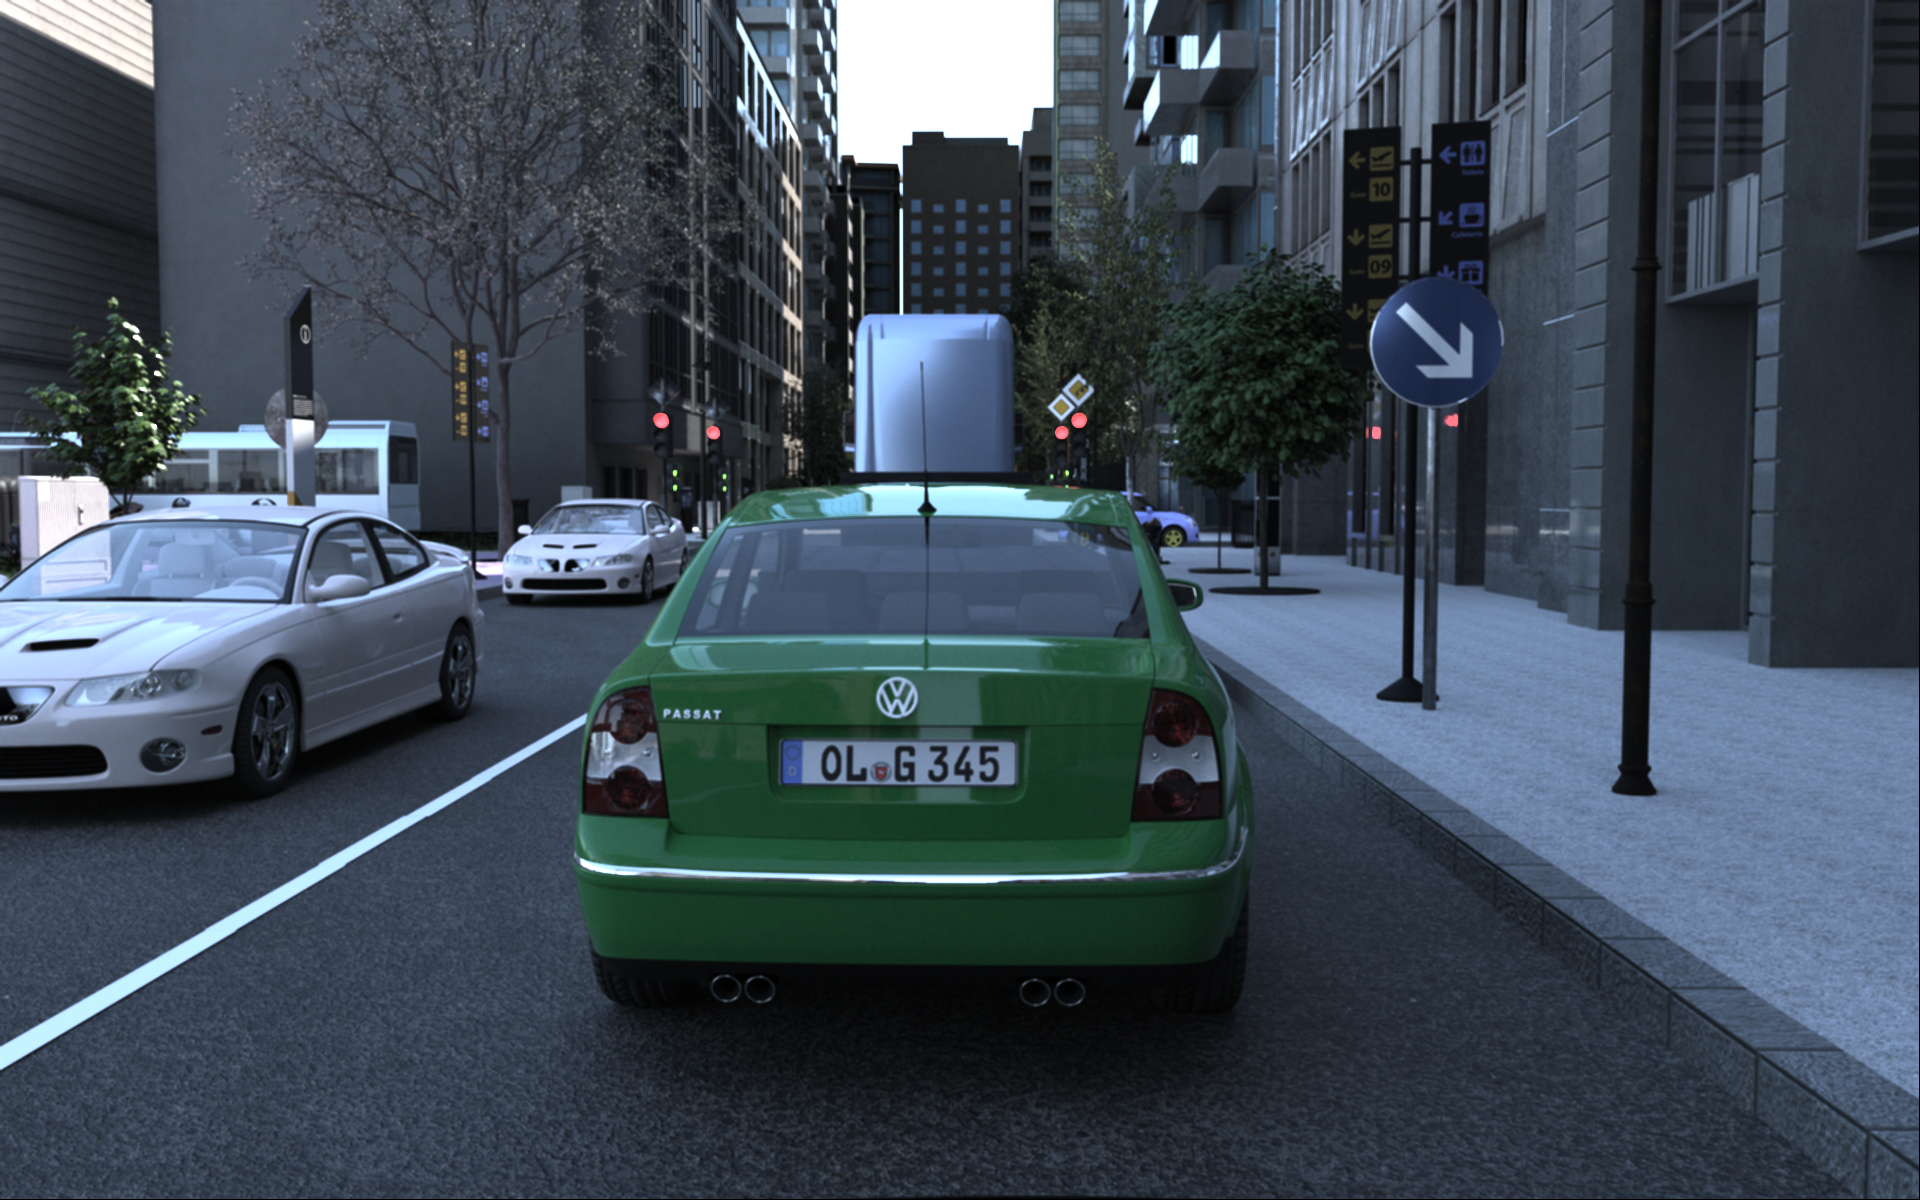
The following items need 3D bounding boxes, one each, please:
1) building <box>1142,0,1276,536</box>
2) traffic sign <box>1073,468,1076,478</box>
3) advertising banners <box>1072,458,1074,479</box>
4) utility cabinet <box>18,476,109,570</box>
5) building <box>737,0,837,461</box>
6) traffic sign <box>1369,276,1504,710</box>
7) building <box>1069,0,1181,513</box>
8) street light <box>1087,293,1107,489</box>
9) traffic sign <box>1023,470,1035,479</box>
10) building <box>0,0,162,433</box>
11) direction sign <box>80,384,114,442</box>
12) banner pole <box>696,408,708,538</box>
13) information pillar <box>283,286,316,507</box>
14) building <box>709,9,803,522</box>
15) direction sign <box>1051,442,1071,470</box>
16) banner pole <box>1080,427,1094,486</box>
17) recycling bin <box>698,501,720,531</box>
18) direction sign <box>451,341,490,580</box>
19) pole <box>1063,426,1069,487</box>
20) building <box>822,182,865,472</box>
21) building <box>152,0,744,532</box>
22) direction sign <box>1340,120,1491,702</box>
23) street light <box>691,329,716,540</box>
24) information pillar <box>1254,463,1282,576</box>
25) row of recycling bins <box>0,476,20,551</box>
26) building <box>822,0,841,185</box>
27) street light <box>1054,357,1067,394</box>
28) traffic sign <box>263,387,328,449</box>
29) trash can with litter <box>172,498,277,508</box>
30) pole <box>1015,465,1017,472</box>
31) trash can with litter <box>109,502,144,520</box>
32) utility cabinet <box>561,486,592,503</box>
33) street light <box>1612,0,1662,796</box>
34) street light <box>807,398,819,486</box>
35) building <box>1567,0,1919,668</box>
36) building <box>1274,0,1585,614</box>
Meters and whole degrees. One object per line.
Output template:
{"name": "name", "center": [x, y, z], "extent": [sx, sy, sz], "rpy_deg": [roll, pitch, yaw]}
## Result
{"name": "building", "center": [21.766, -26.968, 60.529], "extent": [30.456, 49.044, 23.786], "rpy_deg": [0, 4, 0]}
{"name": "traffic sign", "center": [3.721, -3.584, 59.782], "extent": [0.795, 2.450, 0.064], "rpy_deg": [0, 4, 7]}
{"name": "advertising banners", "center": [3.947, -4.049, 62.394], "extent": [0.090, 3.025, 2.074], "rpy_deg": [1, 4, 13]}
{"name": "utility cabinet", "center": [-11.317, -0.811, 21.945], "extent": [0.318, 1.500, 1.173], "rpy_deg": [1, 4, 16]}
{"name": "building", "center": [-21.646, -31.717, 138.184], "extent": [23.786, 49.044, 30.456], "rpy_deg": [0, 4, 0]}
{"name": "traffic sign", "center": [2.795, -0.620, 10.242], "extent": [0.768, 2.556, 0.104], "rpy_deg": [0, 4, 7]}
{"name": "building", "center": [18.209, -48.123, 99.486], "extent": [22.319, 86.520, 31.000], "rpy_deg": [0, 4, 0]}
{"name": "street light", "center": [3.120, -4.107, 39.944], "extent": [0.468, 5.910, 1.993], "rpy_deg": [0, 4, 0]}
{"name": "traffic sign", "center": [3.564, -5.581, 91.353], "extent": [0.768, 2.556, 0.104], "rpy_deg": [0, 4, 3]}
{"name": "building", "center": [-40.091, -16.483, 56.883], "extent": [23.554, 28.519, 14.401], "rpy_deg": [0, 4, 0]}
{"name": "direction sign", "center": [-17.549, -2.660, 35.483], "extent": [0.379, 3.537, 0.876], "rpy_deg": [2, 4, 33]}
{"name": "banner pole", "center": [-7.530, -3.705, 50.589], "extent": [0.401, 3.779, 0.863], "rpy_deg": [0, 4, -6]}
{"name": "information pillar", "center": [-7.363, -1.713, 19.357], "extent": [0.183, 3.616, 0.504], "rpy_deg": [0, 4, 8]}
{"name": "building", "center": [-19.648, -17.576, 91.885], "extent": [19.350, 26.468, 34.151], "rpy_deg": [0, 4, 0]}
{"name": "direction sign", "center": [4.329, -5.034, 74.305], "extent": [0.876, 3.537, 0.379], "rpy_deg": [0, 4, -8]}
{"name": "banner pole", "center": [4.791, -4.580, 64.904], "extent": [0.863, 3.779, 0.401], "rpy_deg": [0, 4, -2]}
{"name": "recycling bin", "center": [-8.866, -2.971, 61.136], "extent": [0.722, 1.027, 0.722], "rpy_deg": [0, 4, -6]}
{"name": "direction sign", "center": [-7.333, -2.081, 26.026], "extent": [0.379, 3.537, 0.876], "rpy_deg": [1, 4, 20]}
{"name": "pole", "center": [3.191, -3.567, 52.172], "extent": [0.158, 3.312, 0.155], "rpy_deg": [0, 3, 0]}
{"name": "building", "center": [-16.320, -23.826, 161.255], "extent": [14.160, 30.474, 14.107], "rpy_deg": [0, 4, 0]}
{"name": "building", "center": [-16.441, -16.446, 62.406], "extent": [14.314, 27.812, 24.014], "rpy_deg": [0, 4, 0]}
{"name": "direction sign", "center": [2.801, -1.146, 10.733], "extent": [0.876, 3.537, 0.379], "rpy_deg": [1, 4, 19]}
{"name": "street light", "center": [-7.180, -4.637, 48.610], "extent": [0.468, 5.910, 1.993], "rpy_deg": [0, 4, 0]}
{"name": "information pillar", "center": [4.830, -1.386, 27.161], "extent": [0.304, 2.012, 0.304], "rpy_deg": [-2, 4, -24]}
{"name": "row of recycling bins", "center": [-21.979, -2.008, 39.936], "extent": [1.069, 1.692, 3.534], "rpy_deg": [-1, 4, -15]}
{"name": "building", "center": [-24.737, -53.286, 183.891], "extent": [31.000, 86.520, 22.319], "rpy_deg": [0, 4, 0]}
{"name": "street light", "center": [3.350, -5.152, 57.027], "extent": [0.468, 5.910, 1.993], "rpy_deg": [0, 4, 0]}
{"name": "traffic sign", "center": [-7.789, -1.236, 20.322], "extent": [0.768, 2.556, 0.104], "rpy_deg": [0, 4, 1]}
{"name": "trash can with litter", "center": [-11.247, -0.981, 27.100], "extent": [1.678, 1.210, 2.233], "rpy_deg": [1, 4, 20]}
{"name": "pole", "center": [3.495, -7.027, 108.742], "extent": [0.158, 3.312, 0.155], "rpy_deg": [0, 3, 0]}
{"name": "trash can with litter", "center": [-12.066, -0.805, 24.544], "extent": [1.055, 1.170, 0.624], "rpy_deg": [2, 4, 24]}
{"name": "utility cabinet", "center": [-10.685, -2.428, 48.376], "extent": [0.318, 1.500, 1.173], "rpy_deg": [-3, 5, -43]}
{"name": "street light", "center": [2.897, -2.109, 7.266], "extent": [0.468, 5.910, 1.993], "rpy_deg": [0, 4, 0]}
{"name": "street light", "center": [-6.942, -6.684, 82.078], "extent": [0.468, 5.910, 1.993], "rpy_deg": [0, 4, 0]}
{"name": "building", "center": [11.260, -13.699, 1.479], "extent": [11.434, 29.767, 29.804], "rpy_deg": [0, 4, 0]}
{"name": "building", "center": [12.581, -12.747, 26.441], "extent": [12.078, 24.808, 19.932], "rpy_deg": [0, 4, 0]}
